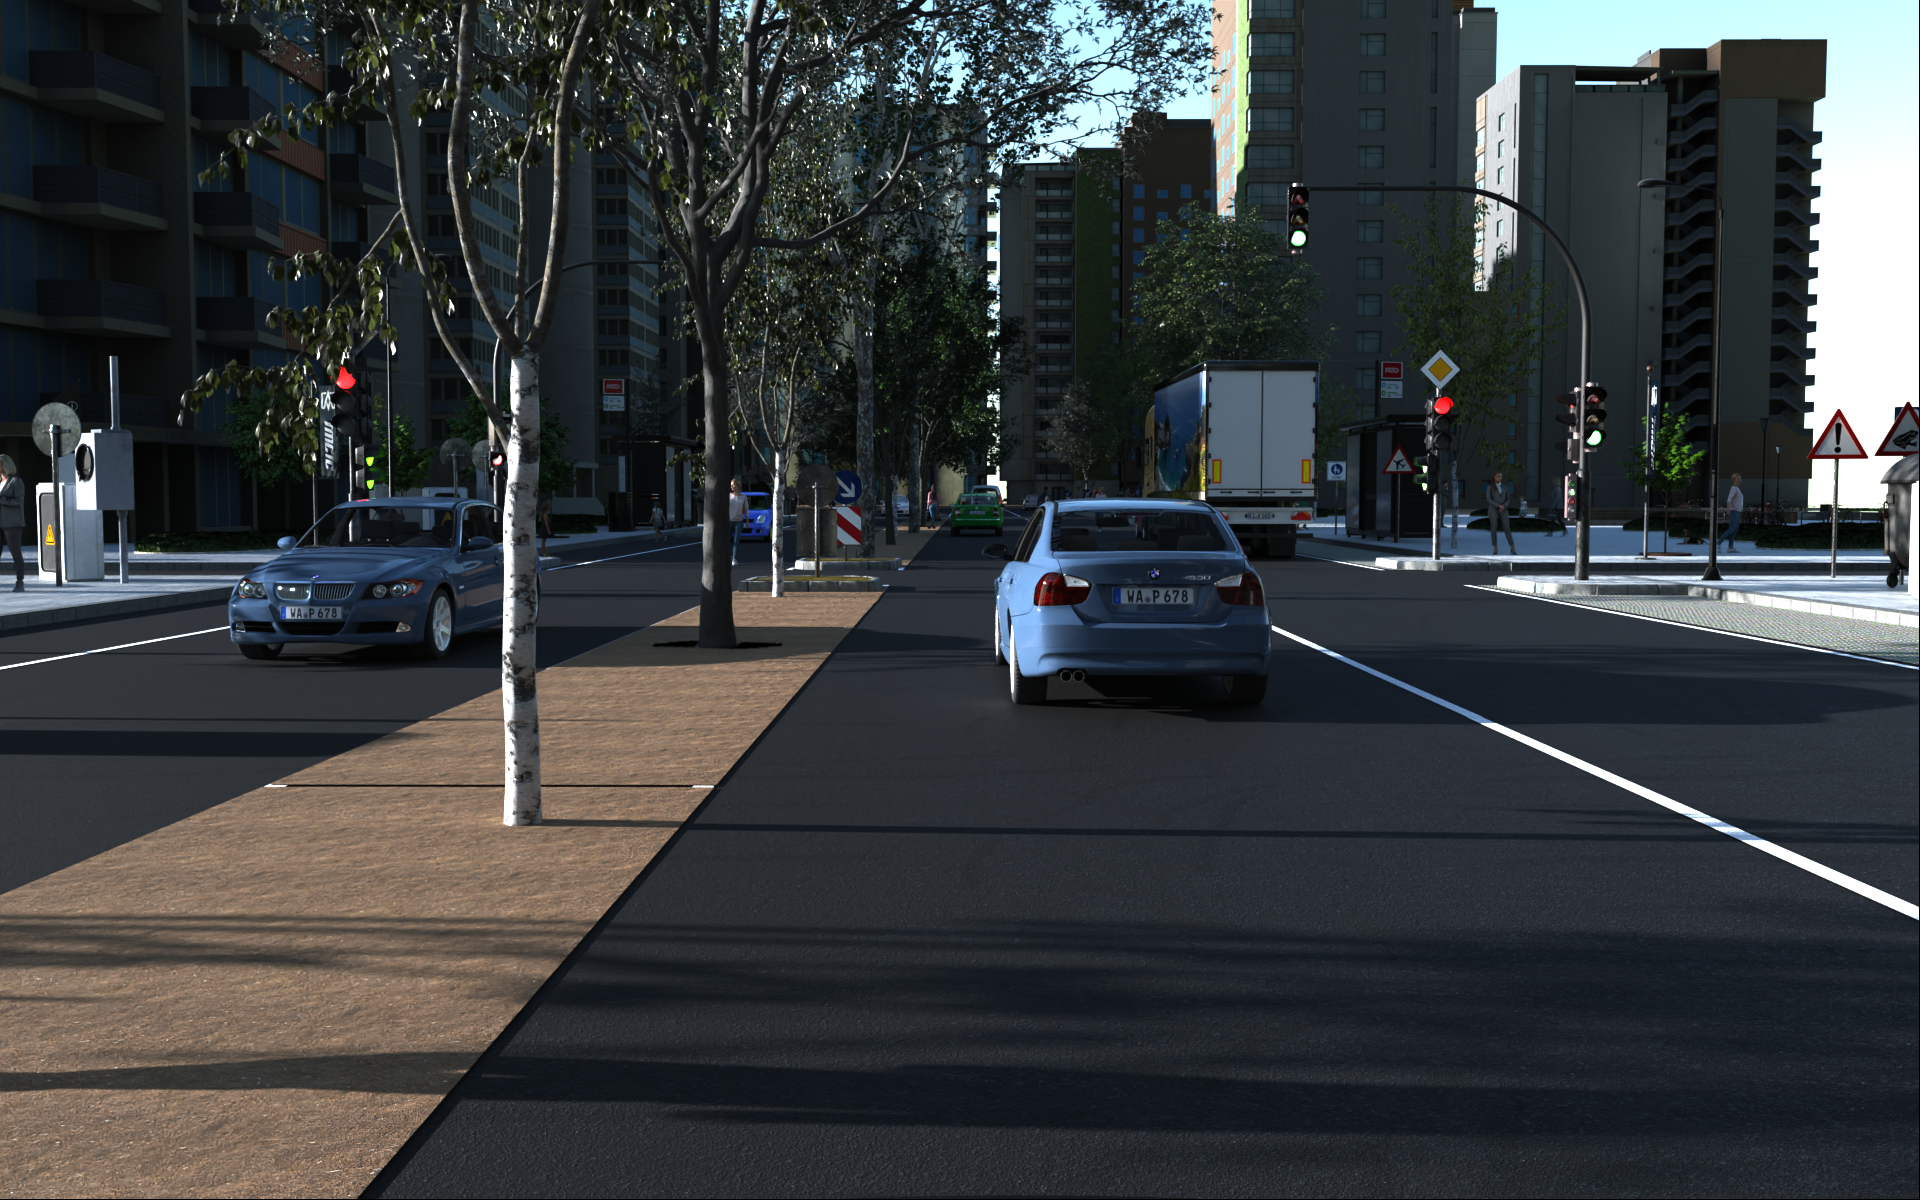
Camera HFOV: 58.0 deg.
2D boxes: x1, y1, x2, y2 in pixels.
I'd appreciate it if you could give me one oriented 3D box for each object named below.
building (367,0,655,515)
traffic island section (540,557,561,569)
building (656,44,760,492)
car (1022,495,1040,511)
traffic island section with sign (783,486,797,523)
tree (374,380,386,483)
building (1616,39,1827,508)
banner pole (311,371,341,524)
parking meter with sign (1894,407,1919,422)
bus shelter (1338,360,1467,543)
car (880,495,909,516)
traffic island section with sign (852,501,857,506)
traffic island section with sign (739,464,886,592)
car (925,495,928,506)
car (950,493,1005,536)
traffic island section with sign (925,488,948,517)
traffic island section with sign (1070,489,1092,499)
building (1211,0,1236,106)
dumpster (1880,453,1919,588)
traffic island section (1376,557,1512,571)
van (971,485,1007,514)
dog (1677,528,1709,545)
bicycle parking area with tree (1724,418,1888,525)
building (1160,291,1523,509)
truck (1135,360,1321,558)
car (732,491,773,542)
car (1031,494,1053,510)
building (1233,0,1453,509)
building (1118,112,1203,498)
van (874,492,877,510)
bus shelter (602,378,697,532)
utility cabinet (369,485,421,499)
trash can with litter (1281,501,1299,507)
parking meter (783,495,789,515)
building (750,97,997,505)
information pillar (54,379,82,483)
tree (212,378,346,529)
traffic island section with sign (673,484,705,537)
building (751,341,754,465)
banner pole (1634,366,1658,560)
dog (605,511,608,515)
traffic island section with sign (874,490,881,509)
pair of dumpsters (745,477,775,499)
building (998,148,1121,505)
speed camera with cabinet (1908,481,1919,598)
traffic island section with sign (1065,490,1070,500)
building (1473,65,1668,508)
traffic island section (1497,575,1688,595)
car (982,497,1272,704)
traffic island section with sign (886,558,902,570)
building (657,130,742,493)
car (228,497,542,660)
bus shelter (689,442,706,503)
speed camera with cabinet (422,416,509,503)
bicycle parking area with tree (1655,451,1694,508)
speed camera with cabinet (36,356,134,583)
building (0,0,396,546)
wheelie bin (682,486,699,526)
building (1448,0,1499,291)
[{"bbox_3d":[-34.483,-26.271,121.414,32.217,40.220,23.993,0,4,0],"label":"building"},{"bbox_3d":[-9.021,-0.711,33.913,2.009,0.180,2.903,0,4,0],"label":"traffic island section"},{"bbox_3d":[-32.920,-31.249,165.549,28.867,44.769,22.147,0,4,0],"label":"building"},{"bbox_3d":[6.464,-8.443,150.408,2.083,1.381,4.827,0,4,1],"label":"car"},{"bbox_3d":[-8.414,-4.722,85.828,1.989,1.847,2.006,0,4,0],"label":"traffic island section with sign"},{"bbox_3d":[-27.093,-7.699,76.237,4.737,8.622,4.395,0,3,0],"label":"tree"},{"bbox_3d":[73.194,-31.726,168.837,14.200,45.320,14.600,0,4,0],"label":"building"},{"bbox_3d":[-12.916,-2.760,35.148,0.863,3.779,0.401,1,4,22],"label":"banner pole"},{"bbox_3d":[18.894,-2.295,33.789,0.543,3.016,1.738,0,4,2],"label":"parking meter with sign"},{"bbox_3d":[12.272,-4.411,49.753,2.179,5.291,8.768,0,4,0],"label":"bus shelter"},{"bbox_3d":[-4.163,-6.160,113.072,2.083,1.381,4.827,0,4,0],"label":"car"},{"bbox_3d":[-8.147,-7.801,136.168,1.989,1.847,2.006,0,4,0],"label":"traffic island section with sign"},{"bbox_3d":[-2.214,-1.100,26.125,2.006,1.907,1.989,0,4,0],"label":"traffic island section with sign"},{"bbox_3d":[-4.016,-10.268,180.454,1.945,1.354,3.894,0,4,1],"label":"car"},{"bbox_3d":[0.601,-3.148,60.266,1.959,1.807,4.718,0,4,1],"label":"car"},{"bbox_3d":[-1.770,-6.149,108.670,2.006,1.907,1.989,0,4,0],"label":"traffic island section with sign"},{"bbox_3d":[9.873,-7.764,135.563,1.989,1.847,2.006,0,4,0],"label":"traffic island section with sign"},{"bbox_3d":[28.094,-29.960,139.951,14.600,45.320,14.200,0,4,0],"label":"building"},{"bbox_3d":[13.281,-1.053,22.980,1.264,1.857,1.865,0,4,0],"label":"dumpster"},{"bbox_3d":[9.320,-0.705,33.810,2.009,0.180,2.903,0,4,0],"label":"traffic island section"},{"bbox_3d":[1.237,-4.624,82.612,2.013,2.044,4.112,0,4,2],"label":"van"},{"bbox_3d":[18.658,-1.607,44.014,0.550,0.427,0.748,-3,4,-38],"label":"dog"},{"bbox_3d":[32.863,-4.777,65.102,8.231,4.147,9.016,1,4,15],"label":"bicycle parking area with tree"},{"bbox_3d":[34.089,-19.395,162.155,27.650,21.520,28.899,0,4,0],"label":"building"},{"bbox_3d":[6.214,-3.246,41.986,2.839,4.237,11.283,0,4,-1],"label":"truck"},{"bbox_3d":[-6.441,-2.640,52.752,1.945,1.707,3.694,0,4,1],"label":"car"},{"bbox_3d":[7.402,-8.939,157.942,2.131,1.459,4.920,0,4,1],"label":"car"},{"bbox_3d":[26.803,-27.043,125.751,14.154,41.232,14.086,0,4,0],"label":"building"},{"bbox_3d":[25.968,-34.034,206.574,14.200,45.320,14.600,0,4,0],"label":"building"},{"bbox_3d":[-8.256,-8.870,152.040,2.013,2.044,4.112,0,4,1],"label":"van"},{"bbox_3d":[-11.285,-5.208,62.783,2.179,5.291,8.768,0,4,0],"label":"bus shelter"},{"bbox_3d":[-13.108,-1.932,40.264,0.318,1.500,1.173,3,5,41],"label":"utility cabinet"},{"bbox_3d":[13.388,-3.636,70.833,0.624,1.170,1.055,2,4,33],"label":"trash can with litter"},{"bbox_3d":[-10.434,-5.840,103.900,0.372,1.533,0.369,0,3,0],"label":"parking meter"},{"bbox_3d":[-10.800,-36.206,211.580,30.456,49.044,23.786,0,4,0],"label":"building"},{"bbox_3d":[-18.135,-2.689,35.315,0.504,3.616,0.183,-1,4,-15],"label":"information pillar"},{"bbox_3d":[-18.136,-3.832,46.362,4.285,4.588,4.351,0,3,0],"label":"tree"},{"bbox_3d":[-8.561,-3.051,58.514,1.989,1.847,2.006,0,4,0],"label":"traffic island section with sign"},{"bbox_3d":[-38.003,-32.051,215.914,23.993,40.220,32.217,0,4,0],"label":"building"},{"bbox_3d":[13.403,-2.666,33.612,0.401,3.779,0.863,1,4,9],"label":"banner pole"},{"bbox_3d":[-18.288,-4.347,88.803,0.748,0.427,0.550,-1,4,-22],"label":"dog"},{"bbox_3d":[-8.003,-9.487,163.741,1.989,1.847,2.006,0,4,0],"label":"traffic island section with sign"},{"bbox_3d":[-10.808,-5.643,94.751,1.574,2.255,4.437,0,4,0],"label":"pair of dumpsters"},{"bbox_3d":[11.735,-32.035,207.374,14.086,41.232,14.154,0,4,0],"label":"building"},{"bbox_3d":[12.814,-1.639,21.134,2.038,3.252,0.660,1,4,22],"label":"speed camera with cabinet"},{"bbox_3d":[10.016,-9.412,162.519,1.989,1.847,2.006,0,4,0],"label":"traffic island section with sign"},{"bbox_3d":[58.881,-29.674,168.768,14.086,41.232,14.154,0,4,0],"label":"building"},{"bbox_3d":[9.277,-0.217,25.825,2.009,0.180,2.903,0,4,0],"label":"traffic island section"},{"bbox_3d":[1.190,-0.067,13.104,2.014,1.417,4.499,0,4,-1],"label":"car"},{"bbox_3d":[-2.164,-1.553,33.532,2.006,1.907,1.989,0,4,0],"label":"traffic island section with sign"},{"bbox_3d":[-25.741,-22.567,140.679,14.160,30.474,14.107,0,4,0],"label":"building"},{"bbox_3d":[-5.300,-0.278,16.542,2.014,1.417,4.499,0,4,2],"label":"car"},{"bbox_3d":[-12.128,-5.422,79.926,1.731,3.624,6.357,0,4,0],"label":"bus shelter"},{"bbox_3d":[-12.308,-2.985,43.144,2.038,3.252,0.660,-2,4,-34],"label":"speed camera with cabinet"},{"bbox_3d":[45.779,-7.065,102.512,8.231,4.147,9.016,1,4,17],"label":"bicycle parking area with tree"},{"bbox_3d":[-12.778,-1.891,25.247,2.038,3.252,0.660,3,5,41],"label":"speed camera with cabinet"},{"bbox_3d":[-31.345,-24.473,54.753,22.147,44.769,28.867,0,4,0],"label":"building"},{"bbox_3d":[-10.739,-3.731,68.916,0.693,1.594,0.980,0,4,7],"label":"wheelie bin"},{"bbox_3d":[47.315,-40.834,209.631,28.212,58.520,21.231,0,4,0],"label":"building"}]
